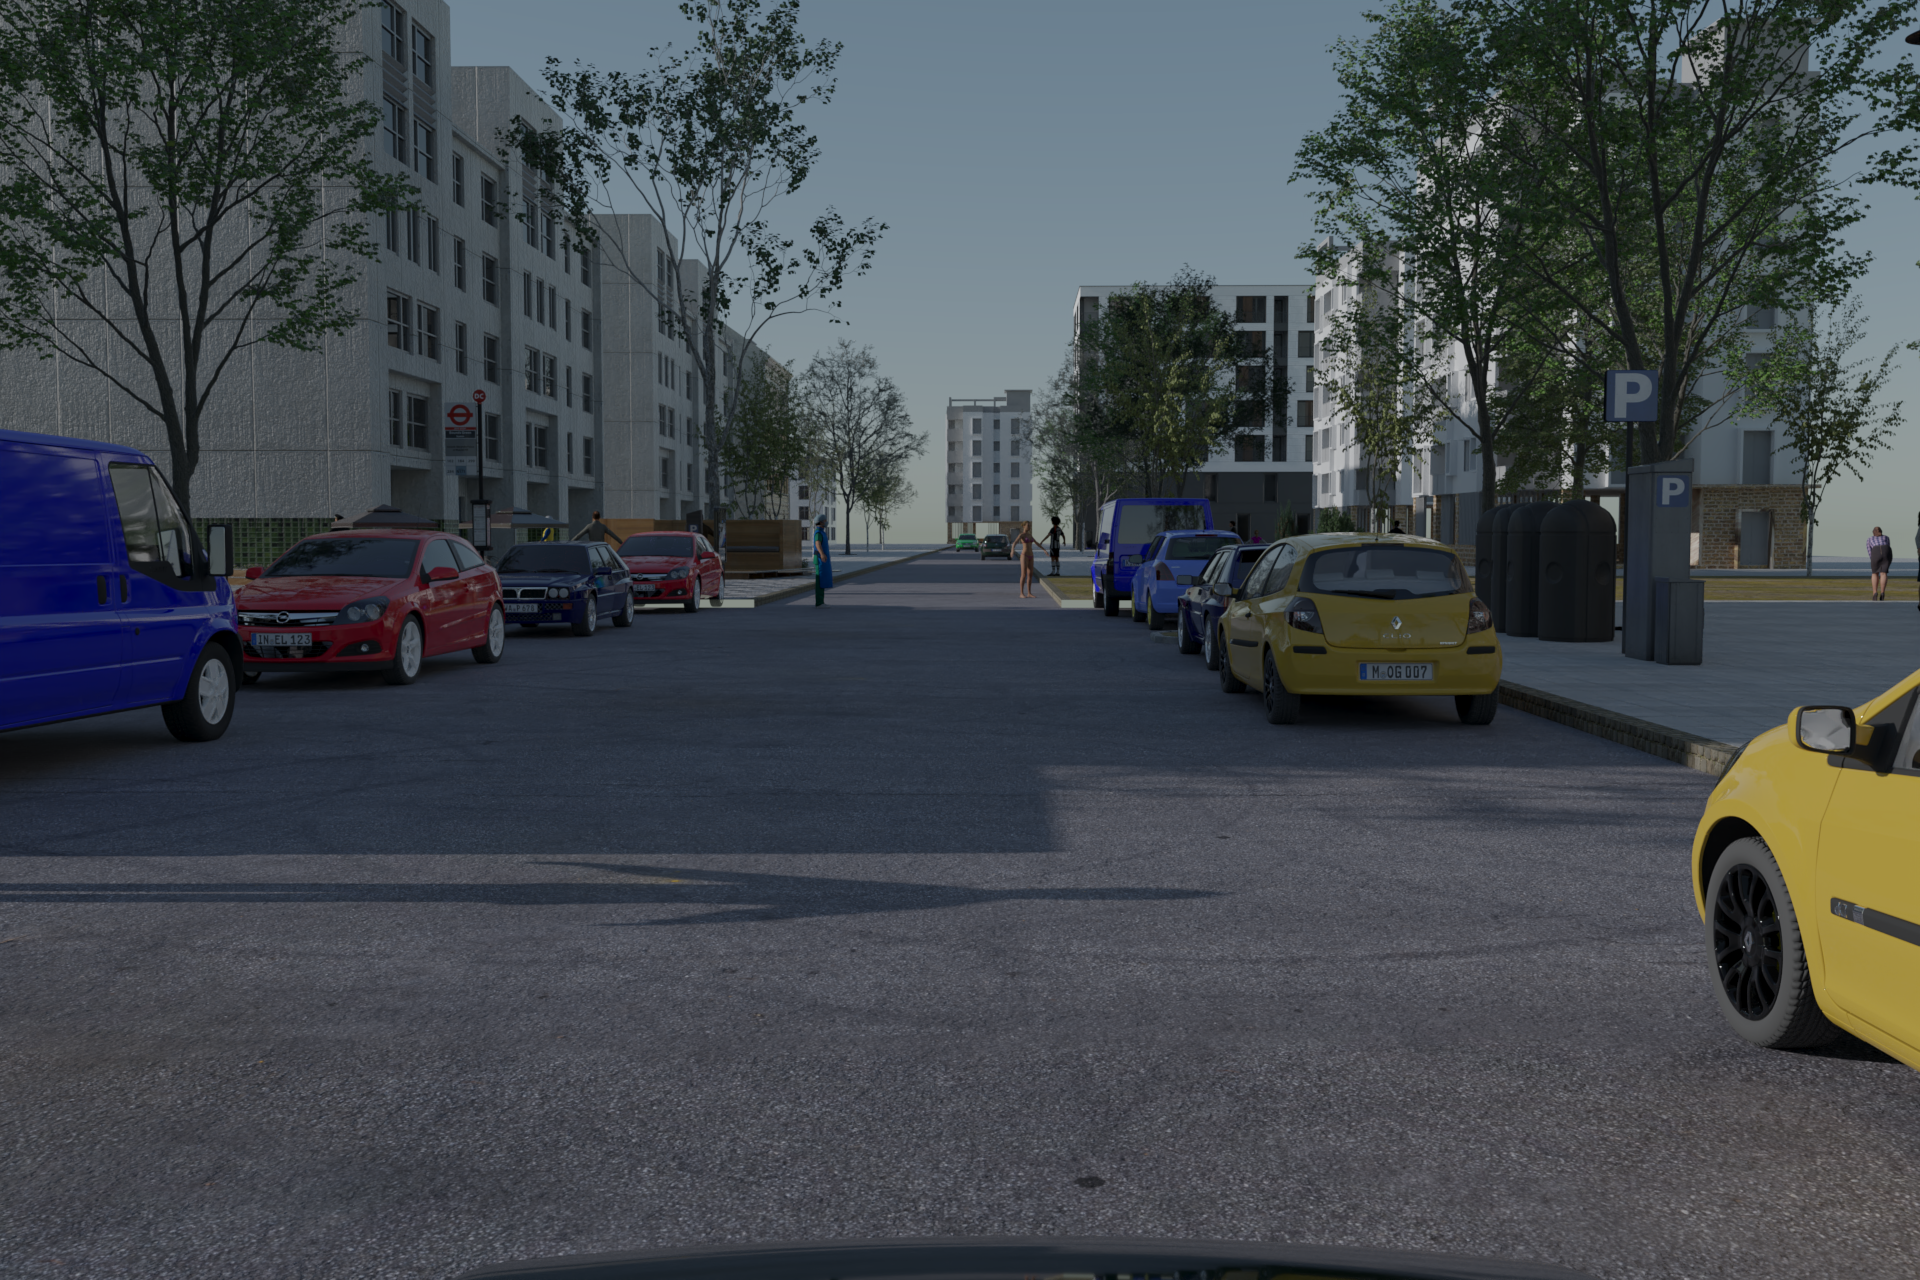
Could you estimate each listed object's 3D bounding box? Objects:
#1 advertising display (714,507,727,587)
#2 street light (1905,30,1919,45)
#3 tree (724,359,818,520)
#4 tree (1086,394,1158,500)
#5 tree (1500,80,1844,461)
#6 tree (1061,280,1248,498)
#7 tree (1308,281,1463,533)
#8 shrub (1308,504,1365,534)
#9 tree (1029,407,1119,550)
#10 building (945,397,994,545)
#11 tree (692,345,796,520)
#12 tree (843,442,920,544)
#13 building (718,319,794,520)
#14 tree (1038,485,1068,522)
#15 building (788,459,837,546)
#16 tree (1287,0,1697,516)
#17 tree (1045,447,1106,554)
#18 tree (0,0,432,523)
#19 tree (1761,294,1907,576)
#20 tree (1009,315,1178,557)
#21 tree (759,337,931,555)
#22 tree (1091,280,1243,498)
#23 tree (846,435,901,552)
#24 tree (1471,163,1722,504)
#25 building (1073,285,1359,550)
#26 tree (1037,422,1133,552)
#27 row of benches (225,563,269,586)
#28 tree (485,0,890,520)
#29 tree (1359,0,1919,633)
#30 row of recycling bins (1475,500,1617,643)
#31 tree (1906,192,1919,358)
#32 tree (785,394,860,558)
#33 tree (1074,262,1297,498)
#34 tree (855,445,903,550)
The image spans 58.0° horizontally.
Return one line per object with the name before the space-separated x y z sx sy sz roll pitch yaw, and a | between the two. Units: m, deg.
advertising display | -5.746 -2.220 41.507 0.123 1.923 0.974 0 4 3
street light | 6.955 -2.379 11.682 0.468 5.910 1.993 0 4 1
tree | -7.857 -7.504 73.060 4.737 8.622 4.395 0 3 0
tree | 7.622 -7.948 80.314 4.360 8.622 3.978 0 3 0
tree | 16.673 -7.061 41.200 9.928 11.665 9.643 0 3 0
tree | 7.931 -8.822 69.997 9.928 11.665 9.643 0 3 0
tree | 12.265 -6.107 50.211 4.737 8.622 4.395 0 3 0
shrub | 9.531 -2.459 44.244 1.661 2.075 1.752 0 3 0
tree | 9.374 -13.006 138.404 9.928 11.665 9.643 0 3 0
building | -1.594 -22.749 230.825 11.380 20.090 16.016 0 4 1
tree | -8.250 -7.159 67.410 4.737 8.622 4.395 0 3 0
tree | -10.542 -19.339 226.565 12.009 13.543 11.850 0 3 0
building | -25.690 -19.896 156.234 19.493 23.208 18.063 0 4 1
tree | 12.498 -17.036 228.905 4.737 8.622 4.395 0 3 0
building | -18.812 -15.902 202.146 9.099 9.664 28.070 0 4 2
tree | 9.730 -6.498 32.002 9.928 11.665 9.643 0 3 0
tree | 8.020 -9.846 111.338 4.360 8.622 3.978 0 3 0
tree | -11.675 -6.117 25.765 9.928 11.665 9.643 0 3 0
tree | 26.184 -6.256 52.646 4.737 8.622 4.395 0 3 0
tree | 7.776 -11.319 95.438 12.009 13.543 11.850 0 3 0
tree | -6.890 -12.010 106.727 12.009 13.543 11.850 0 3 0
tree | 6.082 -6.161 51.090 4.737 8.622 4.395 0 3 0
tree | -6.614 -10.724 125.701 4.737 8.622 4.395 0 3 0
tree | 18.990 -8.188 52.005 7.486 12.596 7.792 0 3 0
building | 24.216 -19.244 158.611 27.936 21.610 32.646 0 4 2
tree | 9.267 -11.774 126.922 7.601 10.594 8.767 -1 4 -12
row of benches | -13.740 -1.262 36.102 4.104 0.672 1.422 2 4 30
tree | -8.687 -12.193 55.240 12.611 20.169 13.585 0 3 0
tree | 9.167 -5.928 22.681 9.928 11.665 9.643 0 3 0
row of recycling bins | 7.397 -0.920 22.147 1.069 1.692 3.534 0 4 1
tree | 29.138 -8.393 43.882 9.857 13.997 8.962 0 3 0
tree | -7.964 -8.640 91.634 4.360 8.622 3.978 0 3 0
tree | 7.692 -7.599 58.654 8.767 10.594 7.601 2 4 35
tree | -6.044 -11.625 140.429 4.360 8.622 3.978 0 3 0
